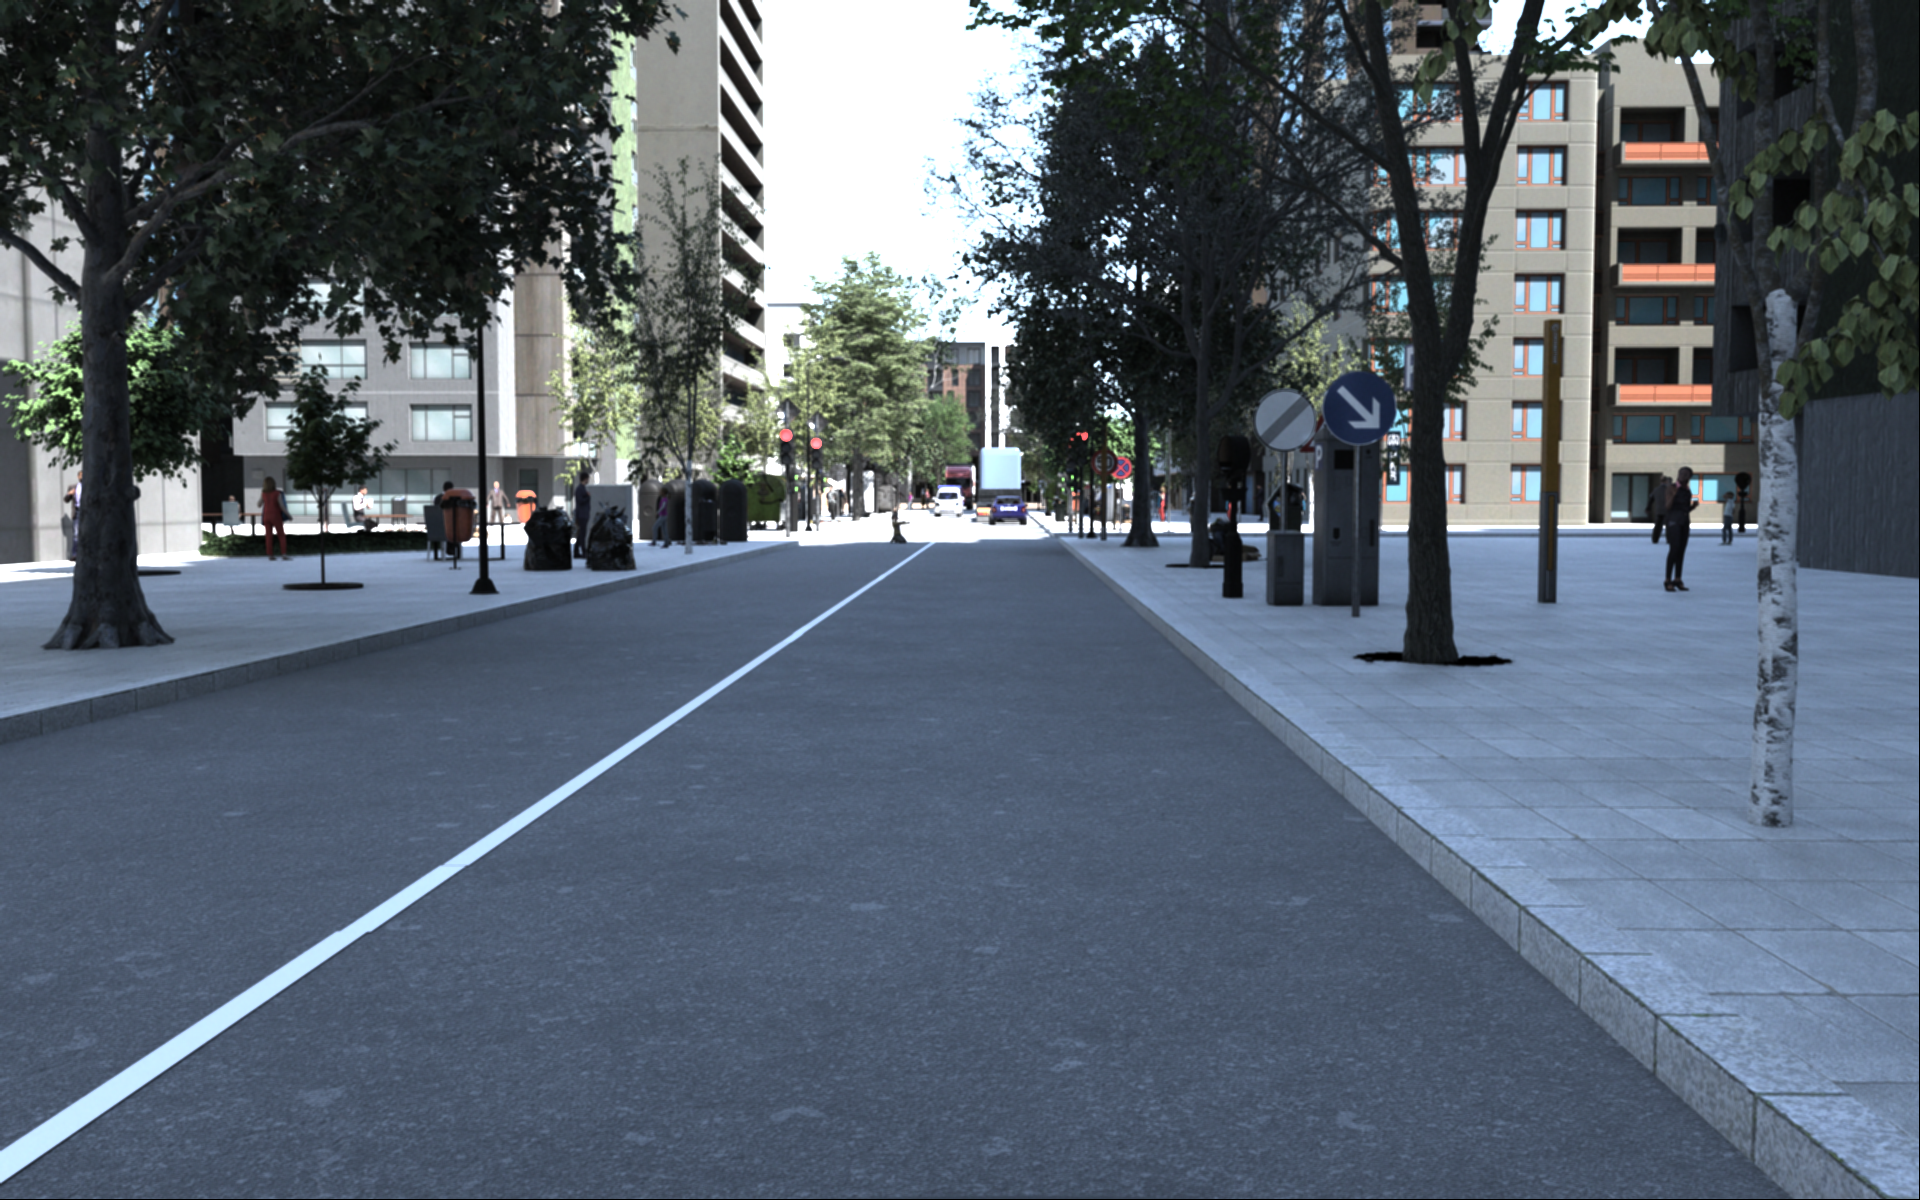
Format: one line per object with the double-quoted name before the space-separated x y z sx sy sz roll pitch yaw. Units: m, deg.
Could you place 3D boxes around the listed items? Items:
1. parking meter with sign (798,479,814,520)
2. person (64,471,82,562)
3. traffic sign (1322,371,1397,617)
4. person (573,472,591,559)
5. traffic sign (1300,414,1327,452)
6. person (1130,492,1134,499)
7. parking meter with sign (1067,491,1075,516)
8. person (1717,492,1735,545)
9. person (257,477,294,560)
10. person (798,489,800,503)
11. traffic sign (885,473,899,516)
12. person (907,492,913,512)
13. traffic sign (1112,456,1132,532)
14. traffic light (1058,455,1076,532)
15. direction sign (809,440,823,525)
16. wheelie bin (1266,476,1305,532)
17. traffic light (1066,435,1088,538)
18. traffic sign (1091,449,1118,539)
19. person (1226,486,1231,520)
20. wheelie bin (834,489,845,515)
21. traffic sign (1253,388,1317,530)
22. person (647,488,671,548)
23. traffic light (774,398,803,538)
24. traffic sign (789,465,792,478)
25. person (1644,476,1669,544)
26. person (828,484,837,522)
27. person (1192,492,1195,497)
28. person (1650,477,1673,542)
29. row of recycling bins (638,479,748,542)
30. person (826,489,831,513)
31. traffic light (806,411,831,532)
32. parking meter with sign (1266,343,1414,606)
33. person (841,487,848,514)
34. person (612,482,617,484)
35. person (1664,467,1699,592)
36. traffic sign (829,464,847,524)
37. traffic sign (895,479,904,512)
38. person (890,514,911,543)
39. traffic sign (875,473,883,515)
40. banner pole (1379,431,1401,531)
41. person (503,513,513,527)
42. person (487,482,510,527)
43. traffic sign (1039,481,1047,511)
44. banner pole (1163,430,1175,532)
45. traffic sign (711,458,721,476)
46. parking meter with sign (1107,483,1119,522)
"parking meter with sign" -7.723 -5.546 86.930 0.543 3.016 1.738 2 4 29
"person" -16.561 -1.583 32.743 0.655 1.722 0.431 -2 4 -30
"traffic sign" 4.137 -1.096 18.028 0.768 2.556 0.104 0 4 3
"person" -7.464 -1.672 34.296 0.530 1.710 0.541 0 4 7
"traffic sign" 4.760 -1.346 22.010 0.884 2.594 0.081 0 4 8
"person" 11.691 -6.642 116.100 0.566 1.644 0.517 -1 4 -14
"parking meter with sign" 6.548 -6.529 103.015 1.738 3.016 0.543 -1 4 -22
"person" 19.276 -2.055 43.553 0.340 1.345 0.435 2 4 31
"person" -13.274 -1.579 33.560 0.593 1.614 0.444 2 4 28
"person" -11.904 -7.322 127.217 0.517 1.644 0.566 -3 5 -44
"traffic sign" -3.881 -6.034 98.767 0.768 2.556 0.104 0 4 6
"person" -3.726 -7.133 125.907 0.726 1.435 0.776 3 5 45
"traffic sign" 5.430 -3.572 58.515 0.768 2.556 0.104 1 4 9
"traffic light" 3.706 -4.238 58.210 0.839 4.253 0.868 0 4 1
"direction sign" -6.063 -4.941 72.785 0.876 3.537 0.379 3 5 44
"wheelie bin" 5.853 -1.421 31.139 0.693 1.594 0.980 0 4 8
"traffic light" 3.498 -3.750 50.228 0.839 4.253 0.868 0 4 1
"traffic sign" 4.058 -2.972 48.699 0.768 2.556 0.104 0 4 3
"person" 10.347 -3.586 66.379 0.444 1.614 0.593 3 5 39
"wheelie bin" -7.454 -5.931 104.884 0.980 1.594 0.693 1 4 12
"traffic sign" 3.928 -1.279 21.012 0.768 2.556 0.104 0 4 6
"person" -7.176 -1.941 41.018 0.776 1.435 0.726 -1 4 -12
"traffic light" -5.001 -3.762 50.433 0.839 4.253 0.868 0 4 1
"traffic sign" -7.348 -4.541 74.256 0.884 2.594 0.081 1 4 10
"person" 18.255 -2.345 44.935 0.434 1.755 0.990 -3 4 -36
"person" -5.798 -4.409 78.851 0.376 1.734 0.841 -1 4 -21
"person" 10.247 -4.087 73.590 0.841 1.734 0.376 -2 4 -30
"person" 18.993 -2.433 46.540 0.841 1.734 0.376 1 4 15
"row of recycling bins" -7.346 -2.467 47.442 3.534 1.692 1.069 2 4 28
"person" -8.551 -6.611 114.839 0.504 1.737 0.576 3 5 43
"traffic light" -4.793 -4.250 58.415 0.839 4.253 0.868 0 4 1
"parking meter with sign" 4.445 -1.451 19.990 1.738 3.016 0.543 0 4 -6
"person" -7.417 -6.296 109.536 0.434 1.755 0.990 -3 5 -39
"person" -13.678 -3.791 68.701 0.621 1.740 0.551 -2 4 -31
"person" 9.534 -0.941 22.898 0.415 1.643 0.593 1 4 23
"traffic sign" -5.159 -4.471 73.204 0.768 2.556 0.104 0 4 6
"traffic sign" -4.315 -7.422 121.455 0.768 2.556 0.104 1 4 8
"person" -1.742 -2.083 50.473 0.695 0.859 0.347 3 5 44
"traffic sign" -5.107 -6.527 106.830 0.768 2.556 0.104 0 4 8
"banner pole" 15.006 -4.320 60.652 0.863 3.779 0.401 1 4 12
"person" -17.389 -3.061 66.569 0.381 0.543 0.357 -2 4 -24
"person" -18.241 -3.775 68.320 0.990 1.755 0.434 -2 4 -25
"traffic sign" 6.200 -7.802 129.690 0.606 2.300 0.079 0 4 3
"banner pole" 7.039 -4.201 58.698 0.401 3.779 0.863 0 4 -6
"traffic sign" -8.263 -3.674 60.172 0.768 2.556 0.104 0 4 4
"parking meter with sign" 6.844 -5.041 78.677 0.543 3.016 1.738 1 4 21
